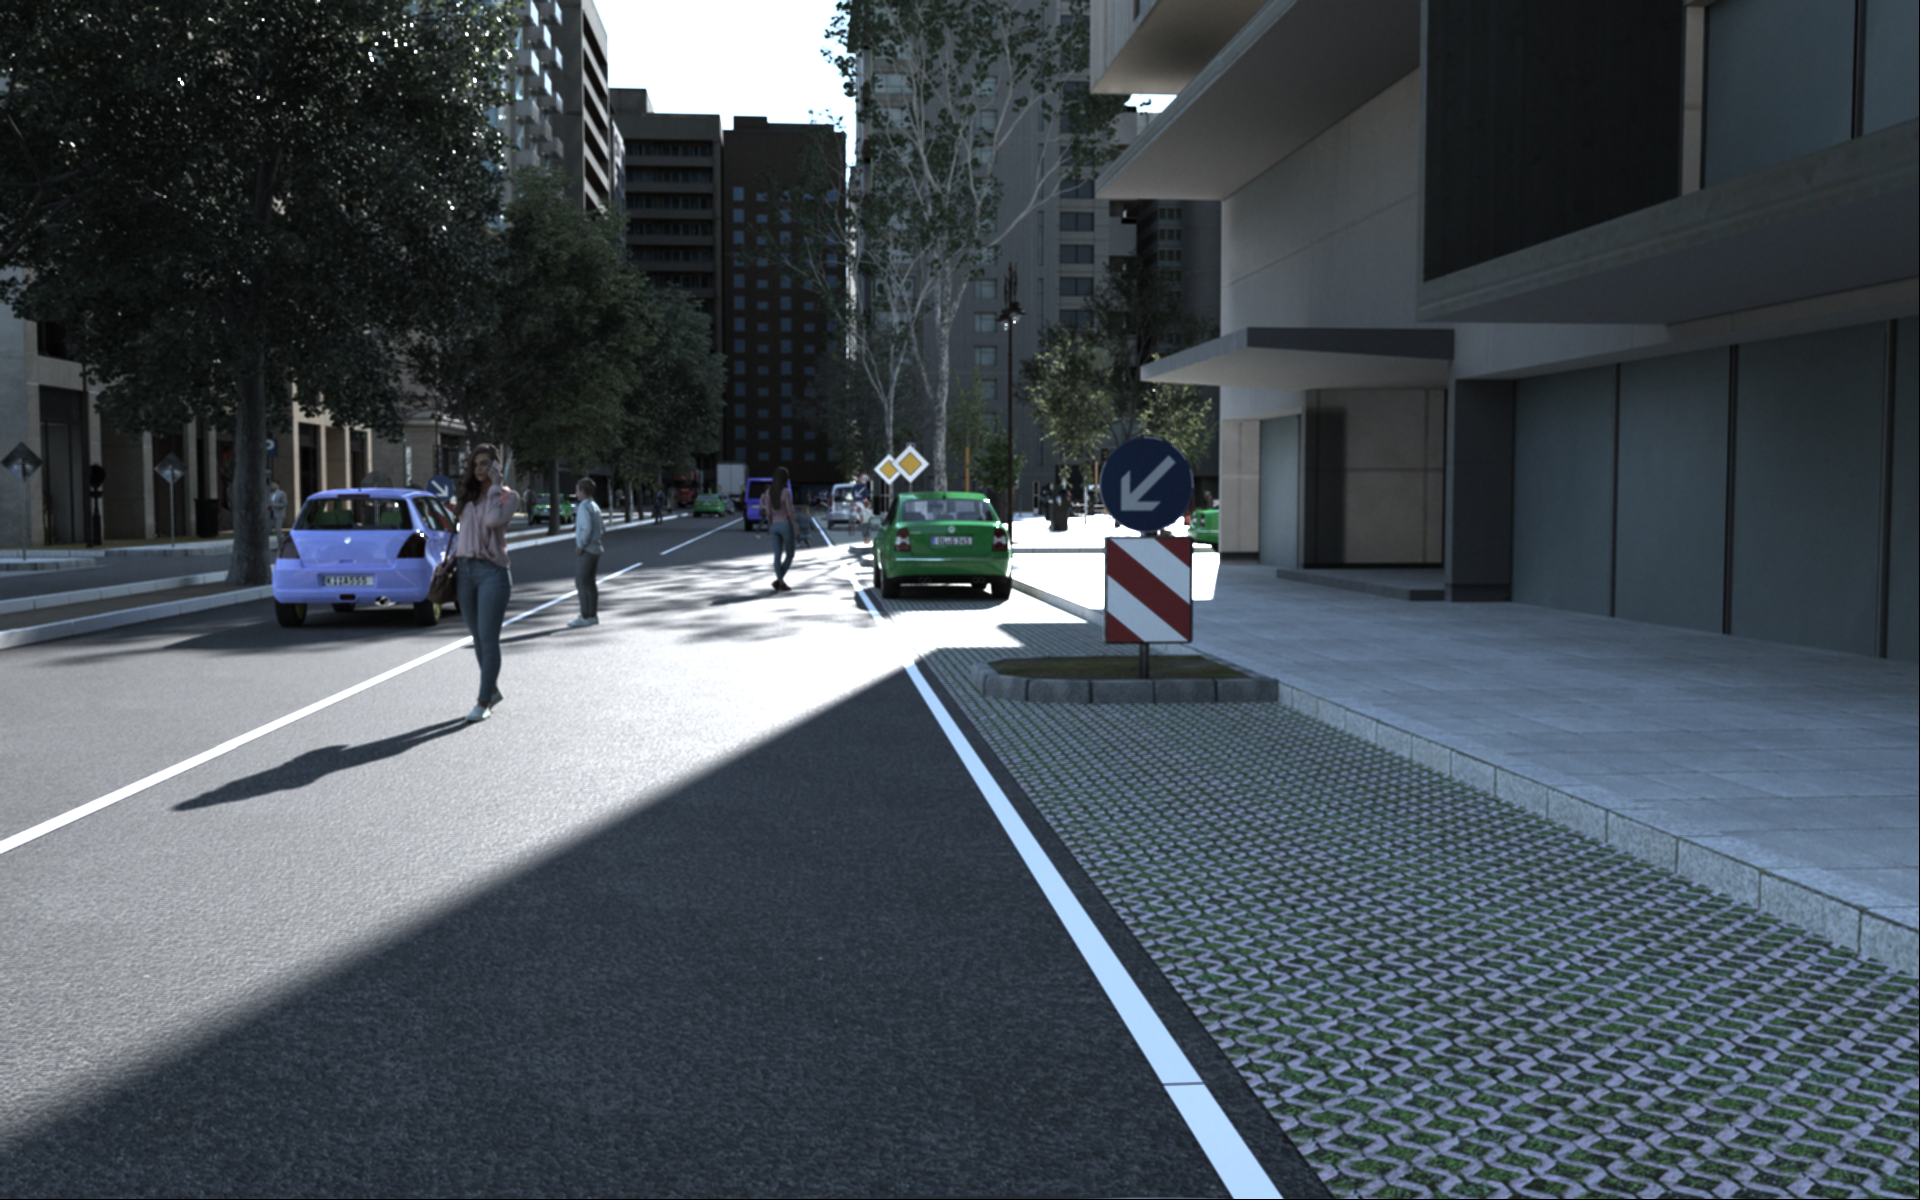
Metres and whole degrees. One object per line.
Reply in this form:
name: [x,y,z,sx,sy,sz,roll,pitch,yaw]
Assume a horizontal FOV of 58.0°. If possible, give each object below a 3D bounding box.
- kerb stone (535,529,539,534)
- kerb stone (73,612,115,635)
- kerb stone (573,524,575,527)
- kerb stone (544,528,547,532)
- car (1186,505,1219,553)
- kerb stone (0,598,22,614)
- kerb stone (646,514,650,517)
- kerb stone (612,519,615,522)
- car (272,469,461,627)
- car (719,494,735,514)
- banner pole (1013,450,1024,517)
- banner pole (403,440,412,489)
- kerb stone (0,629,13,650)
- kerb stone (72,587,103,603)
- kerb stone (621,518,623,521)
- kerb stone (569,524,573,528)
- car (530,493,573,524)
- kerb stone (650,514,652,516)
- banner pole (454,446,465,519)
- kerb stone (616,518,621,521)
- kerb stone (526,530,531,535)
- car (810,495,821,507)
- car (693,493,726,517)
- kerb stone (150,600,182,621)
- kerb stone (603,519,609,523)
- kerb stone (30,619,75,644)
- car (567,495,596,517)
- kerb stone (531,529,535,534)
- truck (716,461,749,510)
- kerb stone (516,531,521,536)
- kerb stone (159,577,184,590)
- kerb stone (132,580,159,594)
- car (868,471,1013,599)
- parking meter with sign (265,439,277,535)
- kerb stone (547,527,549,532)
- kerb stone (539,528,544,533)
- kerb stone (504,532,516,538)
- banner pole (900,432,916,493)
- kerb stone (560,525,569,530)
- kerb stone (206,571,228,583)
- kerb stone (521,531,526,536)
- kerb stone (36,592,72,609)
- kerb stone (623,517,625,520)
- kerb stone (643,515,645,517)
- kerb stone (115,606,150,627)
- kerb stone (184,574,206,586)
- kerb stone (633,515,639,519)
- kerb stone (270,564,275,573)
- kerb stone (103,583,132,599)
kerb stone: [-15.348,-2.450,62.255,0.120,0.150,1.000,0,4,-5]
kerb stone: [-9.065,0.259,18.002,0.120,0.150,1.000,0,4,-5]
kerb stone: [-16.305,-3.074,72.454,0.120,0.150,1.000,0,4,-5]
kerb stone: [-15.544,-2.575,64.296,0.120,0.150,1.000,0,4,-5]
car: [7.714,-1.951,40.700,4.718,1.807,1.959,0,4,-4]
kerb stone: [-11.459,0.080,20.894,0.120,0.150,1.000,0,4,-5]
kerb stone: [-19.780,-5.322,109.202,0.120,0.150,1.000,0,4,-5]
kerb stone: [-17.747,-4.012,87.784,0.120,0.150,1.000,0,4,-5]
car: [-6.675,-0.641,20.074,1.945,1.707,3.694,0,4,-7]
car: [-16.968,-6.779,122.831,2.014,1.417,4.499,0,4,-4]
banner pole: [3.267,-6.576,97.529,0.401,3.779,0.863,3,4,38]
banner pole: [-25.544,-5.505,80.028,0.863,3.779,0.401,3,5,43]
kerb stone: [-8.879,0.382,15.956,0.120,0.150,1.000,0,4,-5]
kerb stone: [-11.648,-0.045,22.938,0.120,0.150,1.000,0,4,-5]
kerb stone: [-18.135,-4.261,91.864,0.120,0.150,1.000,0,4,-5]
kerb stone: [-16.212,-3.012,71.433,0.120,0.150,1.000,0,4,-5]
car: [-19.823,-4.591,83.864,1.959,1.807,4.718,0,4,-7]
kerb stone: [-19.864,-5.383,110.221,0.120,0.150,1.000,0,4,-5]
banner pole: [-26.119,-6.145,90.492,0.863,3.779,0.401,2,4,30]
kerb stone: [-18.043,-4.199,90.841,0.120,0.150,1.000,0,4,-5]
kerb stone: [-15.157,-2.326,60.219,0.120,0.150,1.000,0,4,-5]
car: [-14.573,-10.031,176.582,1.945,1.354,3.894,0,4,-4]
car: [-15.621,-6.063,107.920,1.959,1.807,4.718,0,4,-4]
kerb stone: [-9.266,0.132,20.036,0.120,0.150,1.000,0,4,-5]
kerb stone: [-17.657,-3.948,86.749,0.120,0.150,1.000,0,4,-5]
kerb stone: [-8.976,0.326,16.974,0.120,0.150,1.000,0,4,-5]
car: [-21.224,-5.164,96.428,2.014,1.417,4.499,0,4,-6]
kerb stone: [-15.253,-2.388,61.237,0.120,0.150,1.000,0,4,-5]
truck: [-20.142,-10.132,154.566,2.839,4.237,11.283,0,4,-4]
kerb stone: [-14.970,-2.200,58.171,0.120,0.150,1.000,0,4,-5]
kerb stone: [-11.938,-0.233,26.005,0.120,0.150,1.000,0,4,-5]
kerb stone: [-11.841,-0.170,24.988,0.120,0.150,1.000,0,4,-5]
car: [-0.320,-0.994,25.044,1.959,1.807,4.718,0,4,-5]
parking meter with sign: [-21.637,-3.508,53.610,0.543,3.016,1.738,0,4,-6]
kerb stone: [-15.644,-2.637,65.313,0.120,0.150,1.000,0,4,-5]
kerb stone: [-15.444,-2.508,63.279,0.120,0.150,1.000,0,4,-5]
kerb stone: [-14.864,-2.131,57.155,0.120,0.150,1.000,0,4,-5]
banner pole: [-2.128,-4.874,69.699,0.863,3.779,0.401,-1,4,-20]
kerb stone: [-16.114,-2.948,70.403,0.120,0.150,1.000,0,4,-5]
kerb stone: [-12.125,-0.358,28.047,0.120,0.150,1.000,0,4,-5]
kerb stone: [-15.056,-2.260,59.190,0.120,0.150,1.000,0,4,-5]
kerb stone: [-11.548,0.017,21.920,0.120,0.150,1.000,0,4,-5]
kerb stone: [-18.239,-4.321,92.881,0.120,0.150,1.000,0,4,-5]
kerb stone: [-19.383,-5.072,105.124,0.120,0.150,1.000,0,4,-5]
kerb stone: [-9.171,0.194,19.018,0.120,0.150,1.000,0,4,-5]
kerb stone: [-12.033,-0.293,27.029,0.120,0.150,1.000,0,4,-5]
kerb stone: [-19.198,-4.947,103.080,0.120,0.150,1.000,0,4,-5]
kerb stone: [-12.416,-0.544,31.108,0.120,0.150,1.000,0,4,-5]
kerb stone: [-11.743,-0.106,23.963,0.120,0.150,1.000,0,4,-5]
